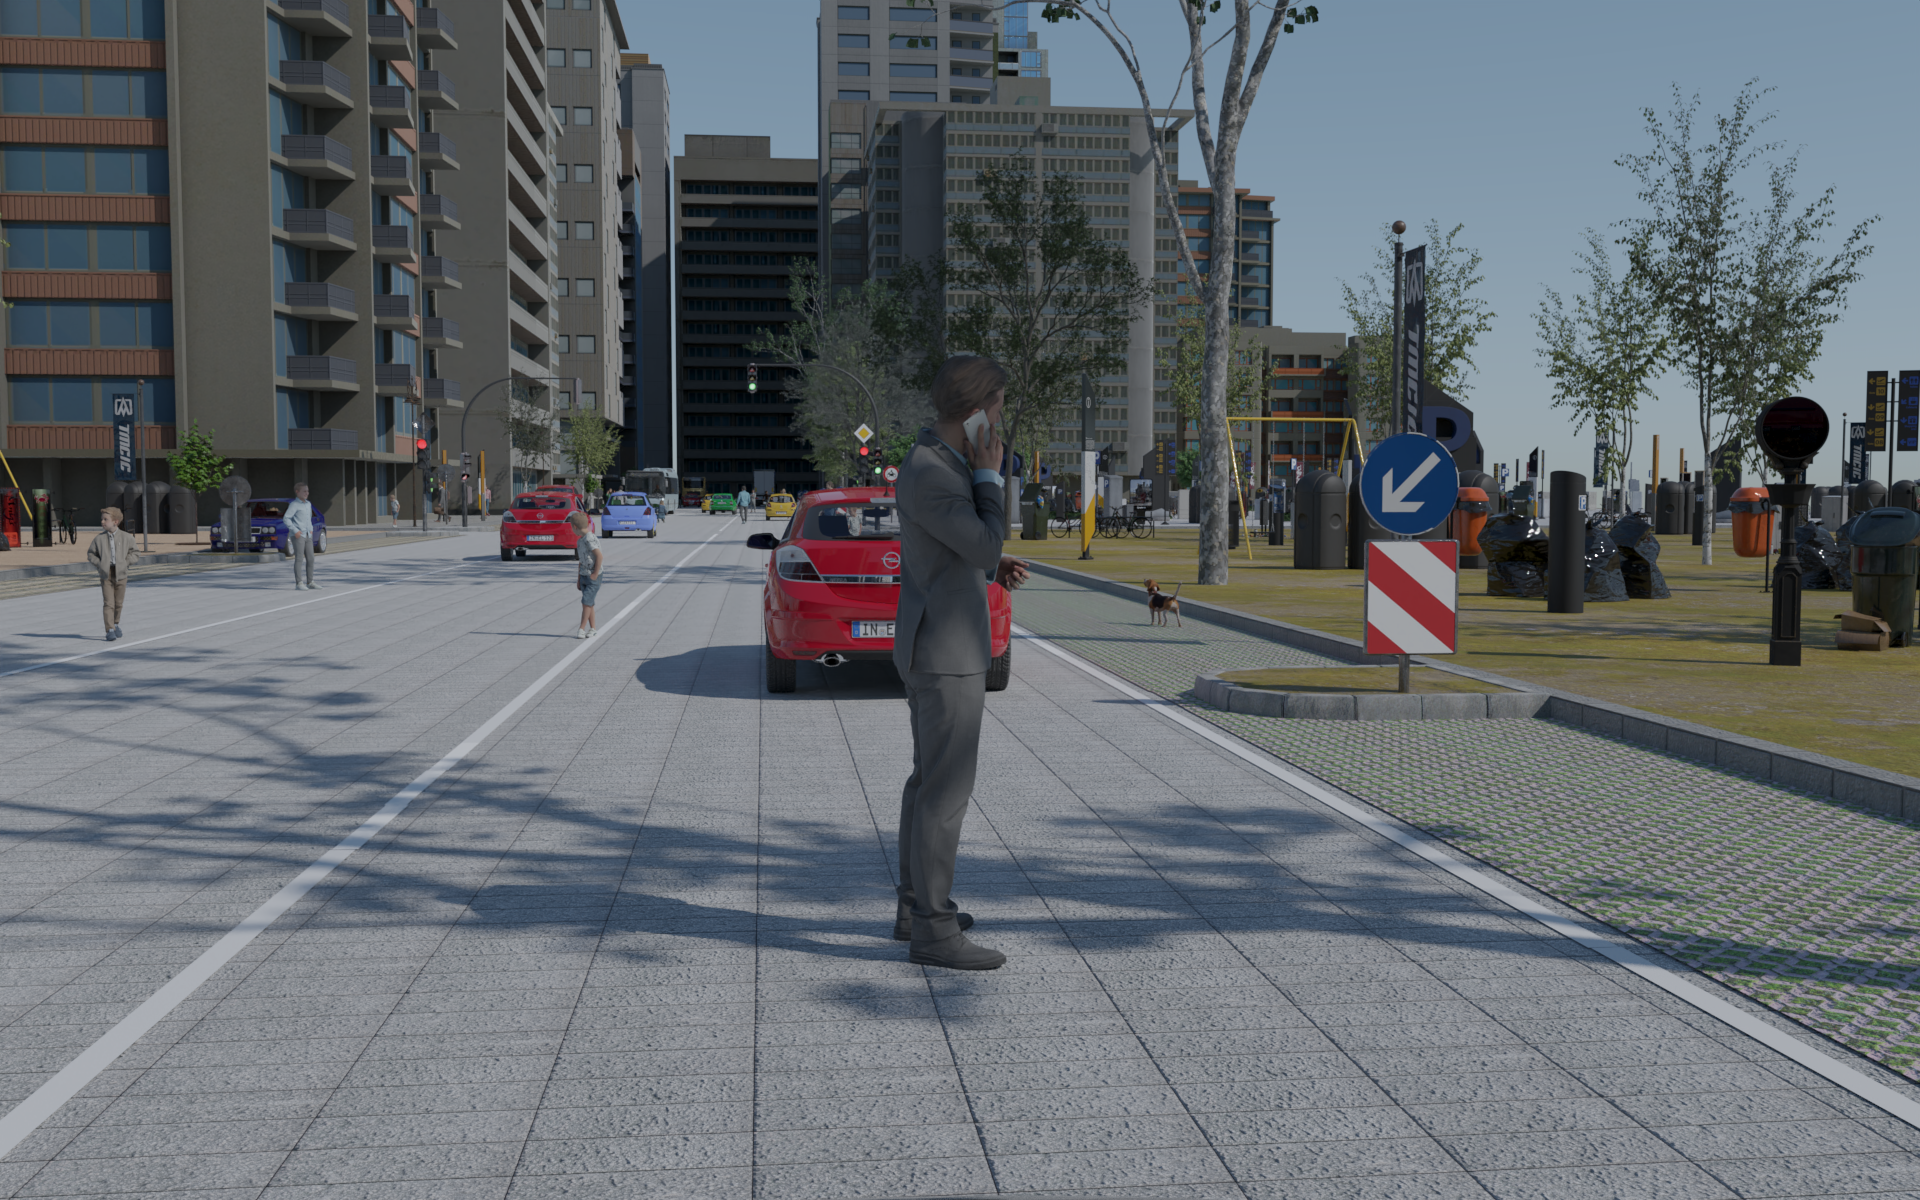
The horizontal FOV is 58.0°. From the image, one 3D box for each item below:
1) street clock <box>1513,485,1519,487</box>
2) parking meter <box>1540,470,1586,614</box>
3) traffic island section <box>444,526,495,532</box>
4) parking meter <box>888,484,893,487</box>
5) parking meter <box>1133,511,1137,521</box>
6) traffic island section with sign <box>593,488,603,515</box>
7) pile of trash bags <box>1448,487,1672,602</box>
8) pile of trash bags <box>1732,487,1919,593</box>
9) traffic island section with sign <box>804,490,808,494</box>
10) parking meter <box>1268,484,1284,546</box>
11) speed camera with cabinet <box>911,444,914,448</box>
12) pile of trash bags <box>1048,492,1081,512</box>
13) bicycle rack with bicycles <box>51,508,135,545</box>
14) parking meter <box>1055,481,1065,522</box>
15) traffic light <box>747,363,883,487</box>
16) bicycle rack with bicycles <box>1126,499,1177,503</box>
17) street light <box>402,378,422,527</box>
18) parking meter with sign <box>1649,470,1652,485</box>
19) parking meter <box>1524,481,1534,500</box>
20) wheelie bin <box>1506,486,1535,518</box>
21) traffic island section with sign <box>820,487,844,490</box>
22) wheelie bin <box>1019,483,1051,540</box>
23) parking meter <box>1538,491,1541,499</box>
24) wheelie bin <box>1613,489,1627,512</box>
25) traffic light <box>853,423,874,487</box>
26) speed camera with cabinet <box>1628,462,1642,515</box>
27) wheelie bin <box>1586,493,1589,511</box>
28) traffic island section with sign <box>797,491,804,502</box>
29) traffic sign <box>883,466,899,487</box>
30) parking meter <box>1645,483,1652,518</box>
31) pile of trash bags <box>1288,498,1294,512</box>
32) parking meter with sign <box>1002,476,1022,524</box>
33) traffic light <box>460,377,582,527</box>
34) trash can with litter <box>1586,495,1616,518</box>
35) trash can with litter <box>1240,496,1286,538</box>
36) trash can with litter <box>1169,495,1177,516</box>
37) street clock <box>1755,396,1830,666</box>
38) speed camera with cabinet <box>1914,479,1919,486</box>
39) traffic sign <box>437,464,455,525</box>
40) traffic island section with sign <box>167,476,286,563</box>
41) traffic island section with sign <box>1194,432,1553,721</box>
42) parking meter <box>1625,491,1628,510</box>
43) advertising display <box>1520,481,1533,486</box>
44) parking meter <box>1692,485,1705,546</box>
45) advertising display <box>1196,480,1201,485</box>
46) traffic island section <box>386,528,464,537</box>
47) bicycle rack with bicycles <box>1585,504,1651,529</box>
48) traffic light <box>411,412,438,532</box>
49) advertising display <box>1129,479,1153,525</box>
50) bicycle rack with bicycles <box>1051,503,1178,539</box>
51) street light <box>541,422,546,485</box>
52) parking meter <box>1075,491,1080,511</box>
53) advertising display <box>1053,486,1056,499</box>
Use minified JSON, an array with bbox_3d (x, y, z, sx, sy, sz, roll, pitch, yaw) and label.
[{"bbox_3d":[44.461,-8.188,138.442,0.358,2.002,0.471,-2,4,-30],"label":"street clock"},{"bbox_3d":[6.561,-0.631,18.727,0.372,1.533,0.369,0,3,0],"label":"parking meter"},{"bbox_3d":[-19.242,-2.751,67.263,2.009,0.180,2.903,0,4,-6],"label":"traffic island section"},{"bbox_3d":[-4.240,-6.010,103.971,0.255,1.863,0.399,3,4,38],"label":"parking meter"},{"bbox_3d":[7.920,-4.459,78.621,0.255,1.863,0.399,1,4,15],"label":"parking meter"},{"bbox_3d":[-24.742,-6.731,118.682,1.989,1.847,2.006,0,4,-6],"label":"traffic island section with sign"},{"bbox_3d":[7.419,-0.764,22.249,1.912,1.369,3.447,-1,4,-23],"label":"pile of trash bags"},{"bbox_3d":[11.738,-0.825,23.234,3.447,1.369,1.912,-1,4,-21],"label":"pile of trash bags"},{"bbox_3d":[-9.605,-6.826,120.230,1.989,1.847,2.006,0,4,-6],"label":"traffic island section with sign"},{"bbox_3d":[7.890,-2.127,43.195,0.372,1.533,0.369,0,3,0],"label":"parking meter"},{"bbox_3d":[-2.122,-4.567,69.011,0.660,3.252,2.038,0,4,-5],"label":"speed camera with cabinet"},{"bbox_3d":[5.356,-5.327,96.844,3.447,1.369,1.912,1,4,17],"label":"pile of trash bags"},{"bbox_3d":[-22.676,-1.931,44.958,2.852,0.926,2.925,-1,4,-19],"label":"bicycle rack with bicycles"},{"bbox_3d":[4.550,-4.469,78.784,0.399,1.863,0.255,1,4,10],"label":"parking meter"},{"bbox_3d":[-5.009,-5.254,60.574,4.771,5.953,1.251,0,4,-6],"label":"traffic light"},{"bbox_3d":[10.564,-4.938,94.113,2.852,0.926,2.925,-1,4,-13],"label":"bicycle rack with bicycles"},{"bbox_3d":[-21.347,-5.801,67.635,0.468,5.910,1.993,0,4,-6],"label":"street light"},{"bbox_3d":[50.339,-7.954,126.310,0.543,3.016,1.738,1,4,12],"label":"parking meter with sign"},{"bbox_3d":[25.952,-4.484,79.019,0.399,1.863,0.255,0,4,-2],"label":"parking meter"},{"bbox_3d":[20.757,-3.423,63.878,0.693,1.594,0.980,-3,5,-43],"label":"wheelie bin"},{"bbox_3d":[-6.573,-5.188,93.445,1.989,1.847,2.006,0,4,-6],"label":"traffic island section with sign"},{"bbox_3d":[2.087,-2.476,48.398,0.693,1.594,0.980,-3,5,-42],"label":"wheelie bin"},{"bbox_3d":[41.937,-7.141,125.169,0.372,1.533,0.369,0,3,0],"label":"parking meter"},{"bbox_3d":[44.162,-6.604,115.883,0.980,1.594,0.693,-2,4,-34],"label":"wheelie bin"},{"bbox_3d":[-3.840,-4.891,68.884,0.839,4.253,0.868,0,4,-6],"label":"traffic light"},{"bbox_3d":[41.338,-6.829,105.992,0.660,3.252,2.038,1,4,15],"label":"speed camera with cabinet"},{"bbox_3d":[47.268,-7.544,131.248,0.693,1.594,0.980,1,4,19],"label":"wheelie bin"},{"bbox_3d":[-18.338,-11.539,197.288,1.989,1.847,2.006,0,4,-6],"label":"traffic island section with sign"},{"bbox_3d":[-3.061,-4.727,77.385,0.768,2.556,0.104,0,4,-4],"label":"traffic sign"},{"bbox_3d":[37.511,-5.417,94.275,0.399,1.863,0.255,0,4,0],"label":"parking meter"},{"bbox_3d":[17.870,-4.856,89.149,1.912,1.369,3.447,1,4,15],"label":"pile of trash bags"},{"bbox_3d":[2.200,-4.786,74.505,1.738,3.016,0.543,-2,4,-30],"label":"parking meter with sign"},{"bbox_3d":[-17.133,-5.672,67.402,4.771,5.953,1.251,0,4,-6],"label":"traffic light"},{"bbox_3d":[33.872,-4.933,91.712,2.233,1.210,1.678,2,4,28],"label":"trash can with litter"},{"bbox_3d":[8.922,-2.497,51.892,1.678,1.210,2.233,1,4,22],"label":"trash can with litter"},{"bbox_3d":[13.191,-5.698,104.223,2.233,1.210,1.678,-2,4,-31],"label":"trash can with litter"},{"bbox_3d":[6.198,-0.513,12.954,0.471,2.002,0.358,1,4,15],"label":"street clock"},{"bbox_3d":[57.774,-6.772,105.063,0.660,3.252,2.038,-1,4,-16],"label":"speed camera with cabinet"},{"bbox_3d":[-21.556,-4.438,72.662,0.768,2.556,0.104,0,4,-4],"label":"traffic sign"},{"bbox_3d":[-15.447,-1.714,36.658,1.989,1.847,2.006,0,4,-6],"label":"traffic island section with sign"},{"bbox_3d":[2.687,-0.197,11.848,1.989,1.847,2.006,0,4,-6],"label":"traffic island section with sign"},{"bbox_3d":[51.026,-7.613,132.882,0.372,1.533,0.369,0,3,0],"label":"parking meter"},{"bbox_3d":[27.350,-4.799,83.683,0.123,1.923,0.974,-1,4,-16],"label":"advertising display"},{"bbox_3d":[18.444,-2.123,43.122,0.372,1.533,0.369,0,3,0],"label":"parking meter"},{"bbox_3d":[11.112,-4.544,79.515,0.123,1.923,0.974,3,4,37],"label":"advertising display"},{"bbox_3d":[-18.343,-2.266,59.329,2.009,0.180,2.903,0,4,-6],"label":"traffic island section"},{"bbox_3d":[23.974,-3.059,63.398,2.925,0.926,2.852,1,4,19],"label":"bicycle rack with bicycles"},{"bbox_3d":[-18.302,-4.298,59.198,0.839,4.253,0.868,0,4,-6],"label":"traffic light"},{"bbox_3d":[7.607,-4.132,72.774,0.974,1.923,0.123,0,4,6],"label":"advertising display"},{"bbox_3d":[4.471,-2.275,50.576,2.925,0.926,2.852,3,5,44],"label":"bicycle rack with bicycles"},{"bbox_3d":[-25.761,-8.214,107.079,0.468,5.910,1.993,0,4,-6],"label":"street light"},{"bbox_3d":[8.793,-7.407,129.521,0.372,1.533,0.369,0,3,0],"label":"parking meter"},{"bbox_3d":[7.334,-7.899,134.356,0.123,1.923,0.974,2,4,32],"label":"advertising display"}]
